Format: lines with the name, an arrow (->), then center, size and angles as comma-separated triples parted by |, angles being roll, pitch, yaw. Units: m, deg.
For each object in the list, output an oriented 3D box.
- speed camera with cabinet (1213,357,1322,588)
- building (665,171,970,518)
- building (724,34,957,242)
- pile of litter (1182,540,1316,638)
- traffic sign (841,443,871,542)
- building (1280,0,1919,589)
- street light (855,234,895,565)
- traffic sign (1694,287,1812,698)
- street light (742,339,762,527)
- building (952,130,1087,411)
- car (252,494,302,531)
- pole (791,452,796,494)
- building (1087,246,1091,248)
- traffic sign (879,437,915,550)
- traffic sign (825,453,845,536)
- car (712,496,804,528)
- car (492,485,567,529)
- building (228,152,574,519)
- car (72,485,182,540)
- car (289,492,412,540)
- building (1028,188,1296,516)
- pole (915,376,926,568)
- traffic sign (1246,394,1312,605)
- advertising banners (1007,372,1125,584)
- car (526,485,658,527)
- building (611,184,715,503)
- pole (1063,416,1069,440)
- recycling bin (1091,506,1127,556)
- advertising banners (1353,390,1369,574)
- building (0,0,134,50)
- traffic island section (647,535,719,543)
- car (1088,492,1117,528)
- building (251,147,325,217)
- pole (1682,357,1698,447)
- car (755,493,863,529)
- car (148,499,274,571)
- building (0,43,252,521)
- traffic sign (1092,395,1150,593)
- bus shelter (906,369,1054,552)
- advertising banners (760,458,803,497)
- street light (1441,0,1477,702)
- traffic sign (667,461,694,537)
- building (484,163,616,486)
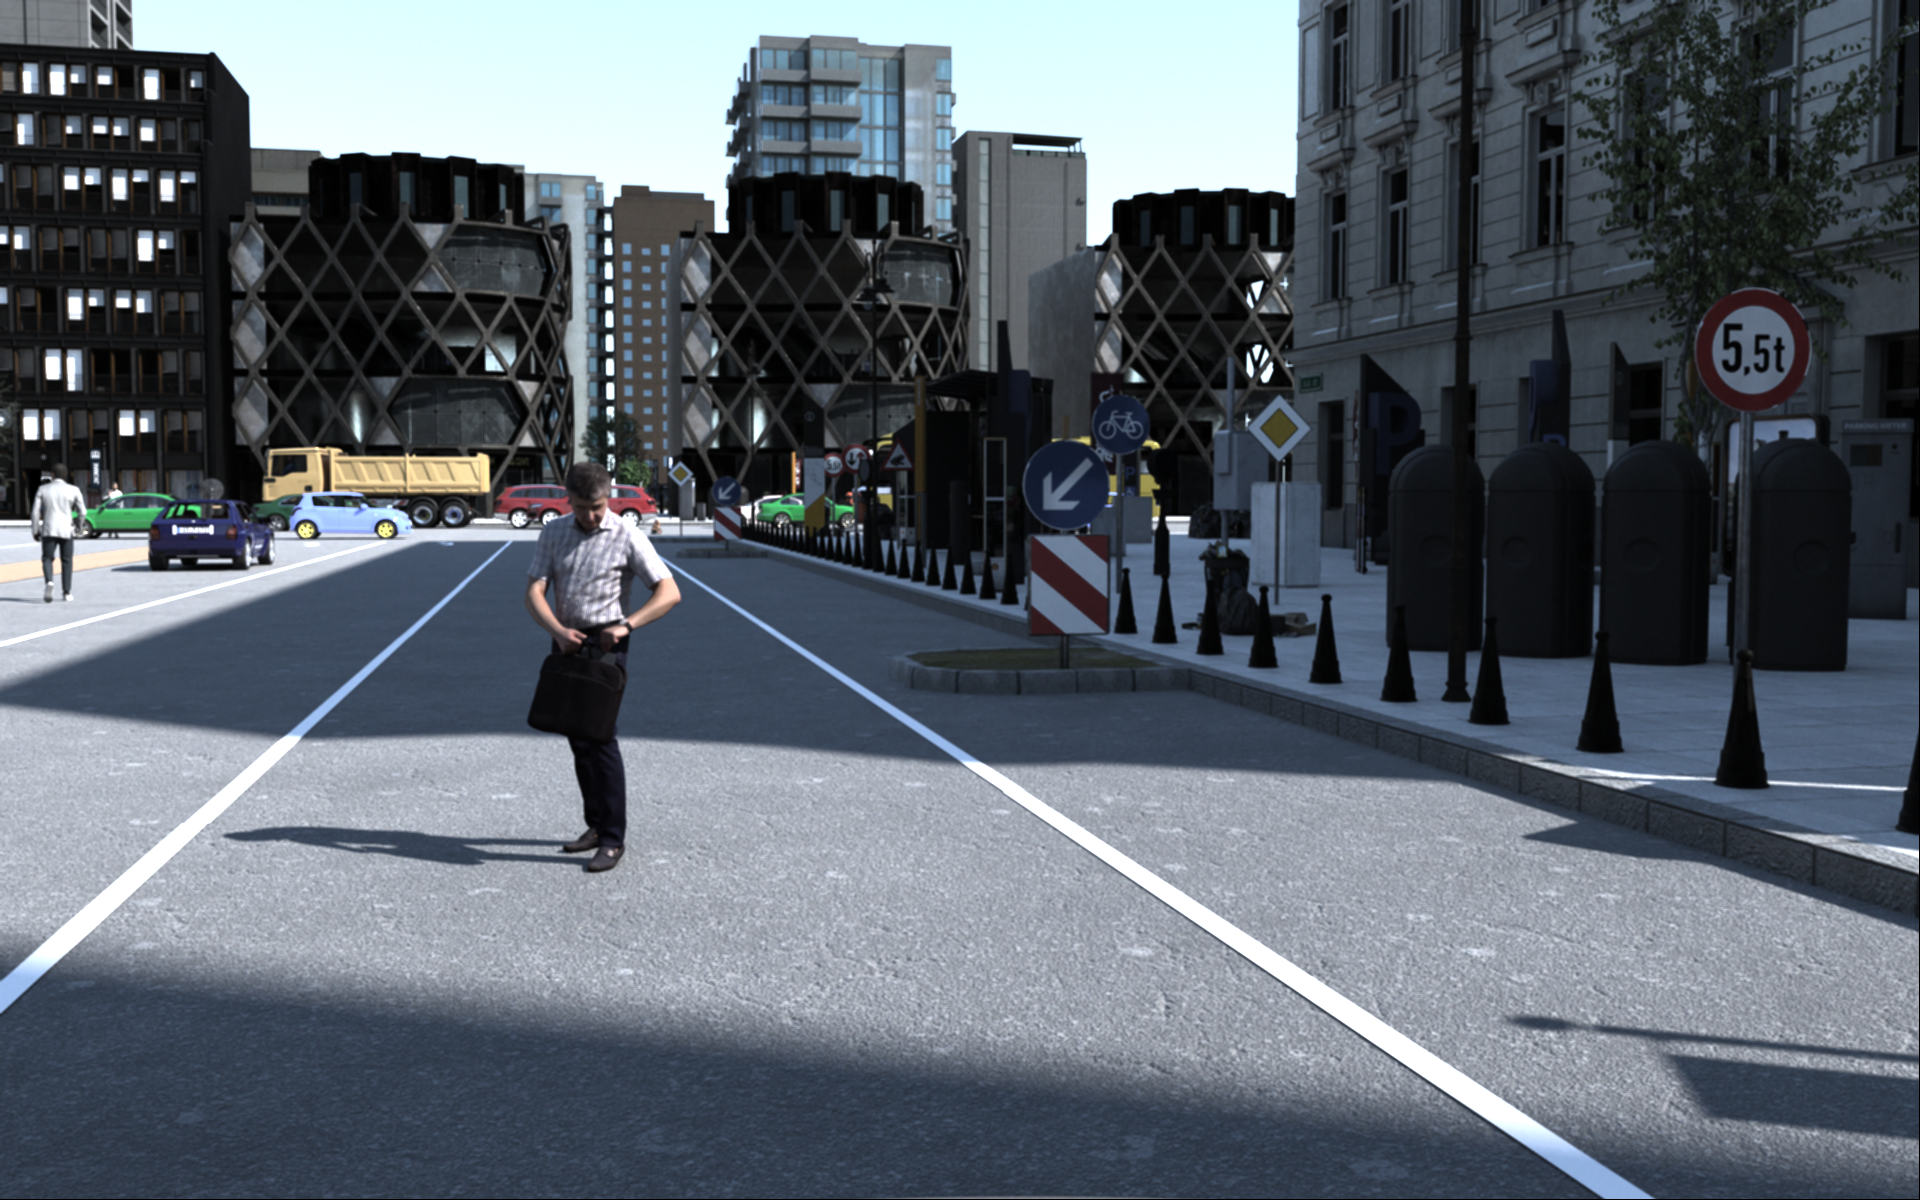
speed camera with cabinet -> 4.339, -1.847, 24.531 | 0.660, 3.252, 2.038 | -1, 4, -21
building -> -8.073, -14.244, 100.339 | 16.811, 18.784, 16.820 | -1, 4, -13
building -> -13.331, -34.667, 186.415 | 23.786, 49.044, 30.456 | -1, 4, -13
pile of litter -> 2.712, -0.143, 16.303 | 1.176, 0.858, 1.719 | 0, 4, -3
traffic sign -> -2.622, -2.666, 43.692 | 0.768, 2.556, 0.104 | -1, 4, -9
building -> 20.790, -15.117, 23.585 | 17.030, 29.872, 44.131 | -1, 4, -13
street light -> -1.526, -3.560, 30.998 | 0.468, 5.910, 1.993 | -1, 4, -13
traffic sign -> 4.890, -0.653, 10.790 | 0.768, 2.556, 0.104 | 0, 4, -7
street light -> -6.206, -4.832, 51.791 | 0.468, 5.910, 1.993 | -1, 4, -13
building -> 5.960, -31.513, 198.824 | 14.086, 41.232, 14.154 | -1, 4, -13
car -> -25.041, -3.403, 67.430 | 4.920, 1.459, 2.131 | -1, 4, -12
pole -> -8.074, -5.514, 84.003 | 0.158, 3.312, 0.155 | 0, 3, 0
building -> 19.397, -26.417, 203.620 | 14.107, 30.474, 14.160 | -1, 4, -13
traffic sign -> -1.416, -2.432, 39.764 | 0.884, 2.594, 0.081 | -1, 4, -11
traffic sign -> -3.889, -3.254, 53.302 | 0.768, 2.556, 0.104 | 0, 4, -7
car -> -8.243, -3.804, 74.552 | 4.827, 1.381, 2.083 | -1, 4, -14
car -> -17.001, -3.940, 73.087 | 5.304, 1.827, 2.281 | -1, 4, -12
building -> -29.827, -13.916, 94.971 | 16.811, 18.784, 16.820 | -1, 4, -13
car -> -26.551, -2.863, 55.605 | 4.718, 1.807, 1.959 | -1, 4, -14
car -> -19.444, -2.797, 55.330 | 3.694, 1.707, 1.945 | -1, 4, -14
building -> 14.398, -14.550, 105.338 | 16.811, 18.784, 16.820 | -1, 4, -13
pole -> -0.683, -2.211, 29.987 | 0.158, 3.312, 0.155 | 0, 3, 0
traffic sign -> 3.669, -1.152, 20.018 | 0.795, 2.450, 0.064 | -1, 4, -11
advertising banners -> 1.388, -1.745, 24.725 | 2.074, 3.025, 0.090 | -1, 4, -18
car -> -15.088, -3.818, 71.095 | 5.304, 1.827, 2.281 | -1, 4, -12
building -> -43.518, -36.951, 254.253 | 14.200, 45.320, 14.600 | -1, 4, -13
pole -> 2.753, -3.139, 45.166 | 0.158, 3.312, 0.155 | 0, 3, 0
recycling bin -> 3.090, -1.433, 35.983 | 0.722, 1.027, 0.722 | 0, 4, 6
advertising banners -> 6.585, -1.976, 28.503 | 0.090, 3.025, 2.074 | 0, 4, 8
building -> -77.010, -43.001, 141.321 | 20.563, 71.187, 20.611 | -1, 4, -13
traffic island section -> -8.407, -1.839, 52.343 | 2.009, 0.180, 2.903 | -1, 4, -13
car -> 4.895, -3.382, 64.892 | 3.694, 1.707, 1.945 | -1, 4, -15
building -> -91.314, -38.071, 246.154 | 21.600, 48.544, 21.300 | -1, 4, -13
pole -> 10.886, -1.960, 25.893 | 0.158, 3.312, 0.155 | 0, 3, 0
car -> -6.133, -3.863, 71.962 | 4.718, 1.807, 1.959 | -1, 4, -12
car -> -14.548, -1.298, 33.803 | 1.945, 1.354, 3.894 | -1, 4, -12
building -> -45.881, -15.883, 89.363 | 15.834, 23.373, 12.332 | -1, 4, -13
traffic sign -> 2.058, -1.358, 22.313 | 0.768, 2.556, 0.104 | -1, 4, -10
bus shelter -> 0.322, -2.721, 35.775 | 1.731, 3.624, 6.357 | -1, 4, -13
advertising banners -> -8.726, -5.410, 84.638 | 2.074, 3.025, 0.090 | 0, 4, -2
street light -> 3.082, -2.311, 10.572 | 0.468, 5.910, 1.993 | -1, 4, -13
traffic sign -> -8.428, -2.974, 52.260 | 0.795, 2.450, 0.064 | -1, 4, -13
building -> -66.276, -38.764, 253.391 | 30.456, 49.044, 23.786 | -1, 4, -13
